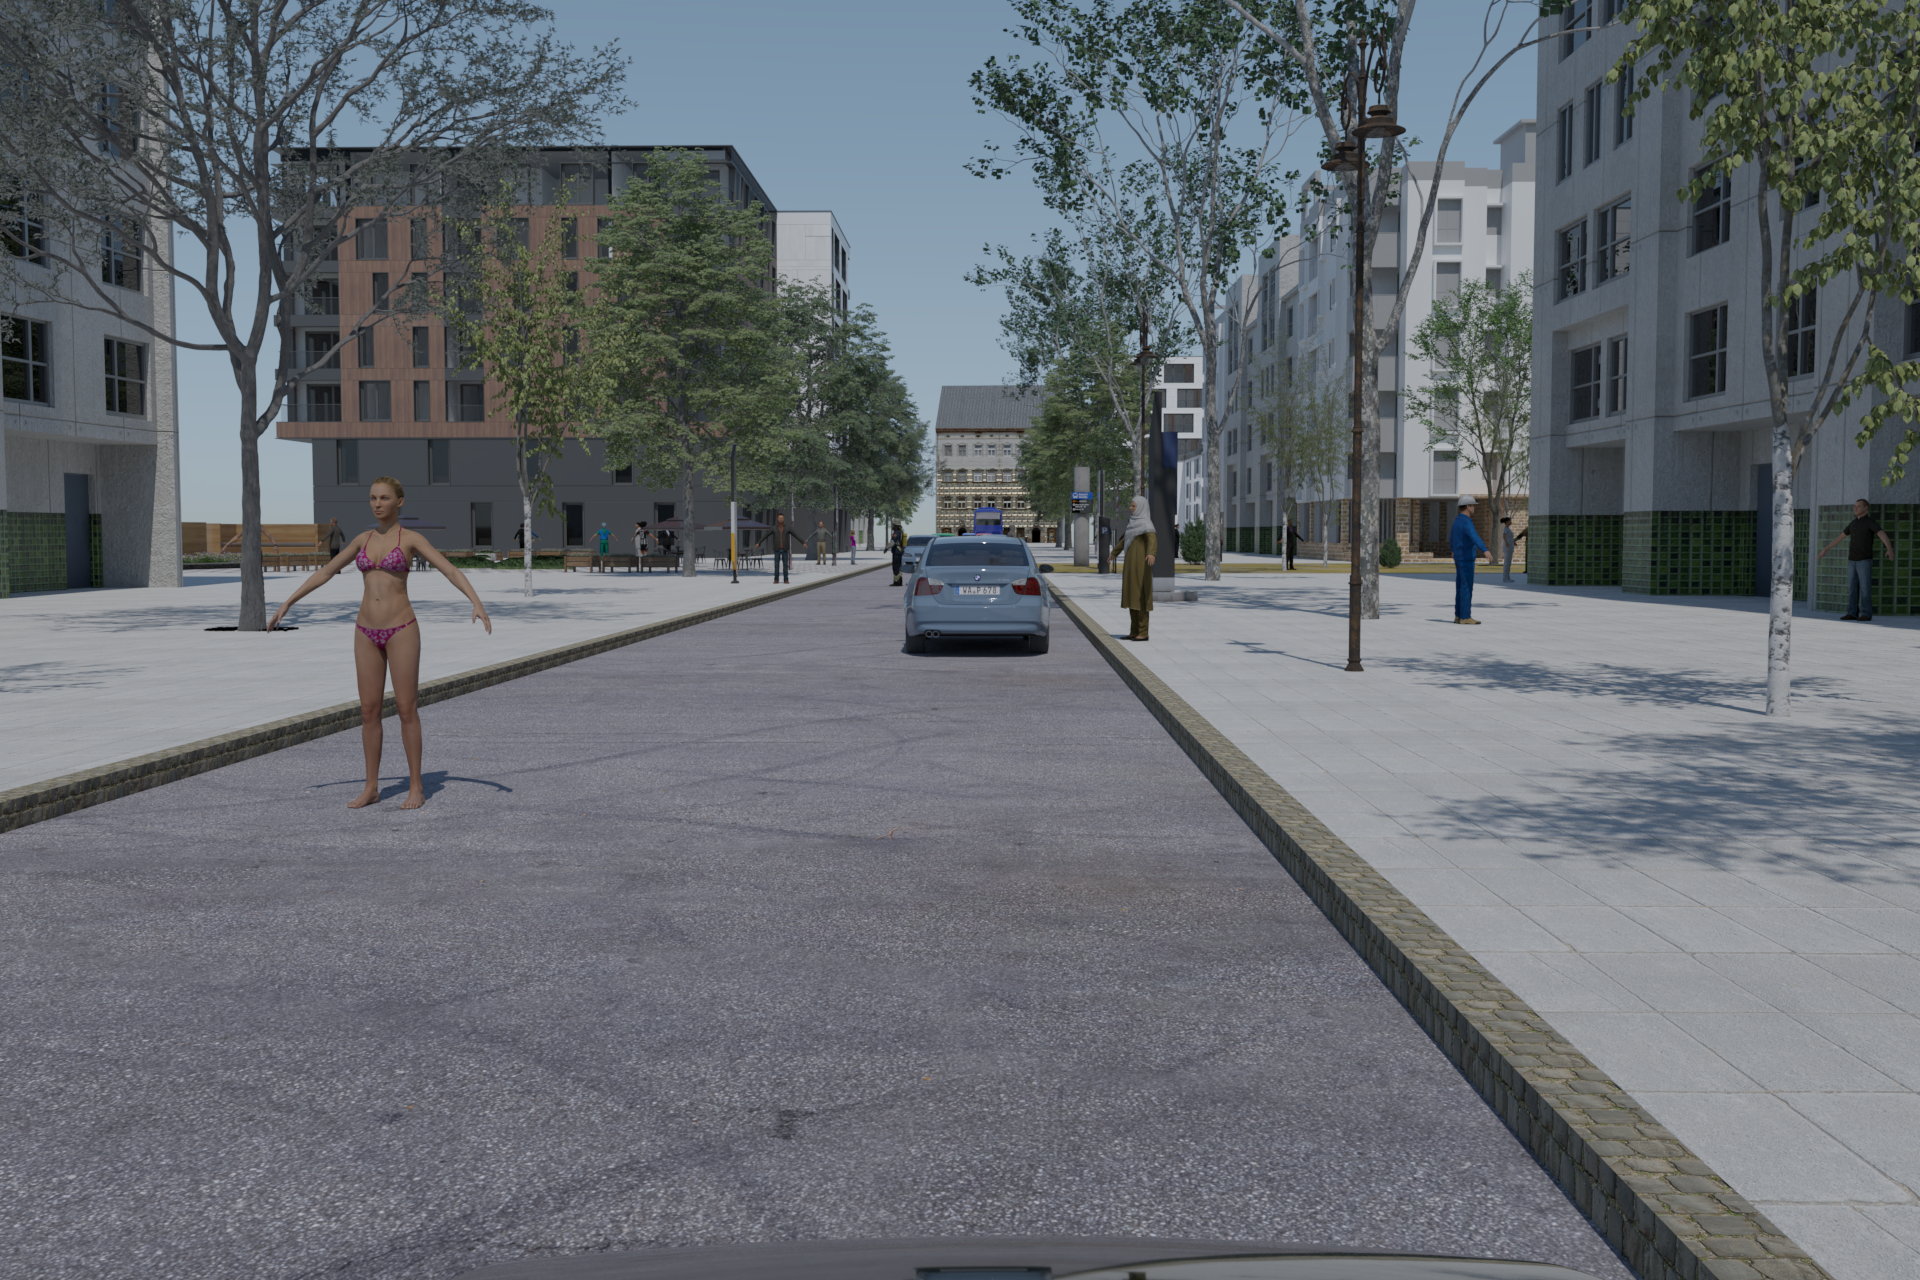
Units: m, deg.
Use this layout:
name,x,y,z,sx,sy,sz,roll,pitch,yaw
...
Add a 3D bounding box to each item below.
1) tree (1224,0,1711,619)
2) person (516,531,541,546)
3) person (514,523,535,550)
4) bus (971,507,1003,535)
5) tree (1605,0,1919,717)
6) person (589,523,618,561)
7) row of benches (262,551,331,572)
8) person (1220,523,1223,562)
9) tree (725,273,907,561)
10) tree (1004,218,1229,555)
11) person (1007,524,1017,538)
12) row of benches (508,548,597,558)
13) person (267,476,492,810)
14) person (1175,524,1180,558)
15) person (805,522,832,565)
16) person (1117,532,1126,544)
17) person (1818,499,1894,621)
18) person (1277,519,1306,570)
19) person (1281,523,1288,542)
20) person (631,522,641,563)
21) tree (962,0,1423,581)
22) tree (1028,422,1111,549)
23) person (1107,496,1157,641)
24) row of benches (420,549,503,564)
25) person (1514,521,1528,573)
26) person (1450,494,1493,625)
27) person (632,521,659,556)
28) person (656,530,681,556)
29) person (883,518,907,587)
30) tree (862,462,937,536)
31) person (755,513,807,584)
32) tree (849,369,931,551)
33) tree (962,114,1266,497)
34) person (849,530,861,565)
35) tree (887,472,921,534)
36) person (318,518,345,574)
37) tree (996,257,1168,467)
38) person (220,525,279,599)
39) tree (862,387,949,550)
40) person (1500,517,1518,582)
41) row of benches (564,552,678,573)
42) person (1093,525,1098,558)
name,x,y,z,sx,sy,sz,roll,pitch,yaw
tree,5.459,-10.300,24.288,12.611,20.169,13.585,0,3,0
person,-21.582,-4.902,86.614,1.216,1.772,0.721,0,4,-8
person,-21.265,-4.779,84.321,1.347,1.806,0.705,2,4,31
bus,2.489,-10.154,157.562,2.896,3.916,12.251,0,3,0
tree,5.897,-3.755,11.752,4.737,8.622,4.395,0,3,0
person,-16.877,-4.647,82.098,1.347,1.817,0.704,-1,4,-20
row of benches,-23.028,-2.711,59.790,1.422,0.672,4.104,1,4,19
person,11.874,-4.484,79.440,0.705,1.813,1.348,0,4,-5
tree,-7.231,-10.833,83.776,9.857,13.997,8.962,0,3,0
tree,9.622,-15.138,103.400,12.611,20.169,13.585,0,3,0
person,2.086,-3.655,68.338,0.705,1.813,1.348,-2,4,-24
row of benches,-17.633,-3.654,75.201,4.104,0.672,1.422,1,4,15
person,-3.019,0.013,9.042,1.217,1.733,0.721,0,4,7
person,11.438,-5.213,91.167,0.705,1.837,1.347,-1,4,-12
person,-5.773,-4.024,72.060,1.348,1.796,0.705,1,4,12
person,6.023,-3.260,59.442,1.346,1.812,0.704,1,4,15
person,13.305,-1.188,25.635,0.705,1.803,1.348,-1,4,-18
person,11.761,-3.392,61.678,1.346,1.802,0.704,-2,4,-33
person,15.080,-4.513,79.636,0.705,1.847,1.347,2,4,30
person,-14.368,-4.346,77.246,0.705,1.806,1.347,-2,4,-29
tree,5.817,-11.637,46.159,12.611,20.169,13.585,0,3,0
tree,9.682,-13.712,149.951,9.928,11.665,9.643,0,3,0
person,2.064,-0.858,20.798,0.721,1.736,1.217,-1,4,-19
row of benches,-20.937,-3.488,72.491,4.104,0.672,1.422,2,4,26
person,18.610,-3.101,56.462,1.354,1.858,0.705,0,4,-6
person,7.223,-1.149,24.664,0.705,1.842,1.347,0,4,-5
person,-13.341,-4.101,73.191,1.345,1.843,0.704,2,4,25
person,-11.882,-3.898,70.453,0.721,1.740,1.216,3,5,45
person,-1.745,-2.395,47.394,0.705,1.856,1.354,1,4,19
tree,-6.228,-13.869,161.170,8.767,10.594,7.601,0,4,4
person,-4.618,-2.364,44.715,1.348,1.821,0.705,0,4,-6
tree,-6.742,-13.666,130.099,9.857,13.997,8.962,0,3,0
tree,6.981,-13.667,79.351,12.611,20.169,13.585,0,3,0
person,-4.388,-3.843,72.093,0.599,1.433,0.991,-2,4,-30
tree,-5.764,-12.489,154.564,4.737,8.622,4.395,0,3,0
person,-19.942,-2.996,55.160,0.705,1.807,1.348,1,4,15
tree,8.431,-16.165,120.187,12.611,20.169,13.585,0,3,0
person,-12.737,-1.486,31.100,1.217,1.737,0.721,1,4,16
tree,-6.050,-14.268,143.650,12.009,13.543,11.850,0,3,0
person,14.647,-2.402,46.052,0.721,1.739,1.217,2,4,29
row of benches,-11.397,-2.588,57.782,4.104,0.672,1.422,1,4,19
person,7.336,-5.231,91.488,0.705,1.833,1.349,-1,4,-15
